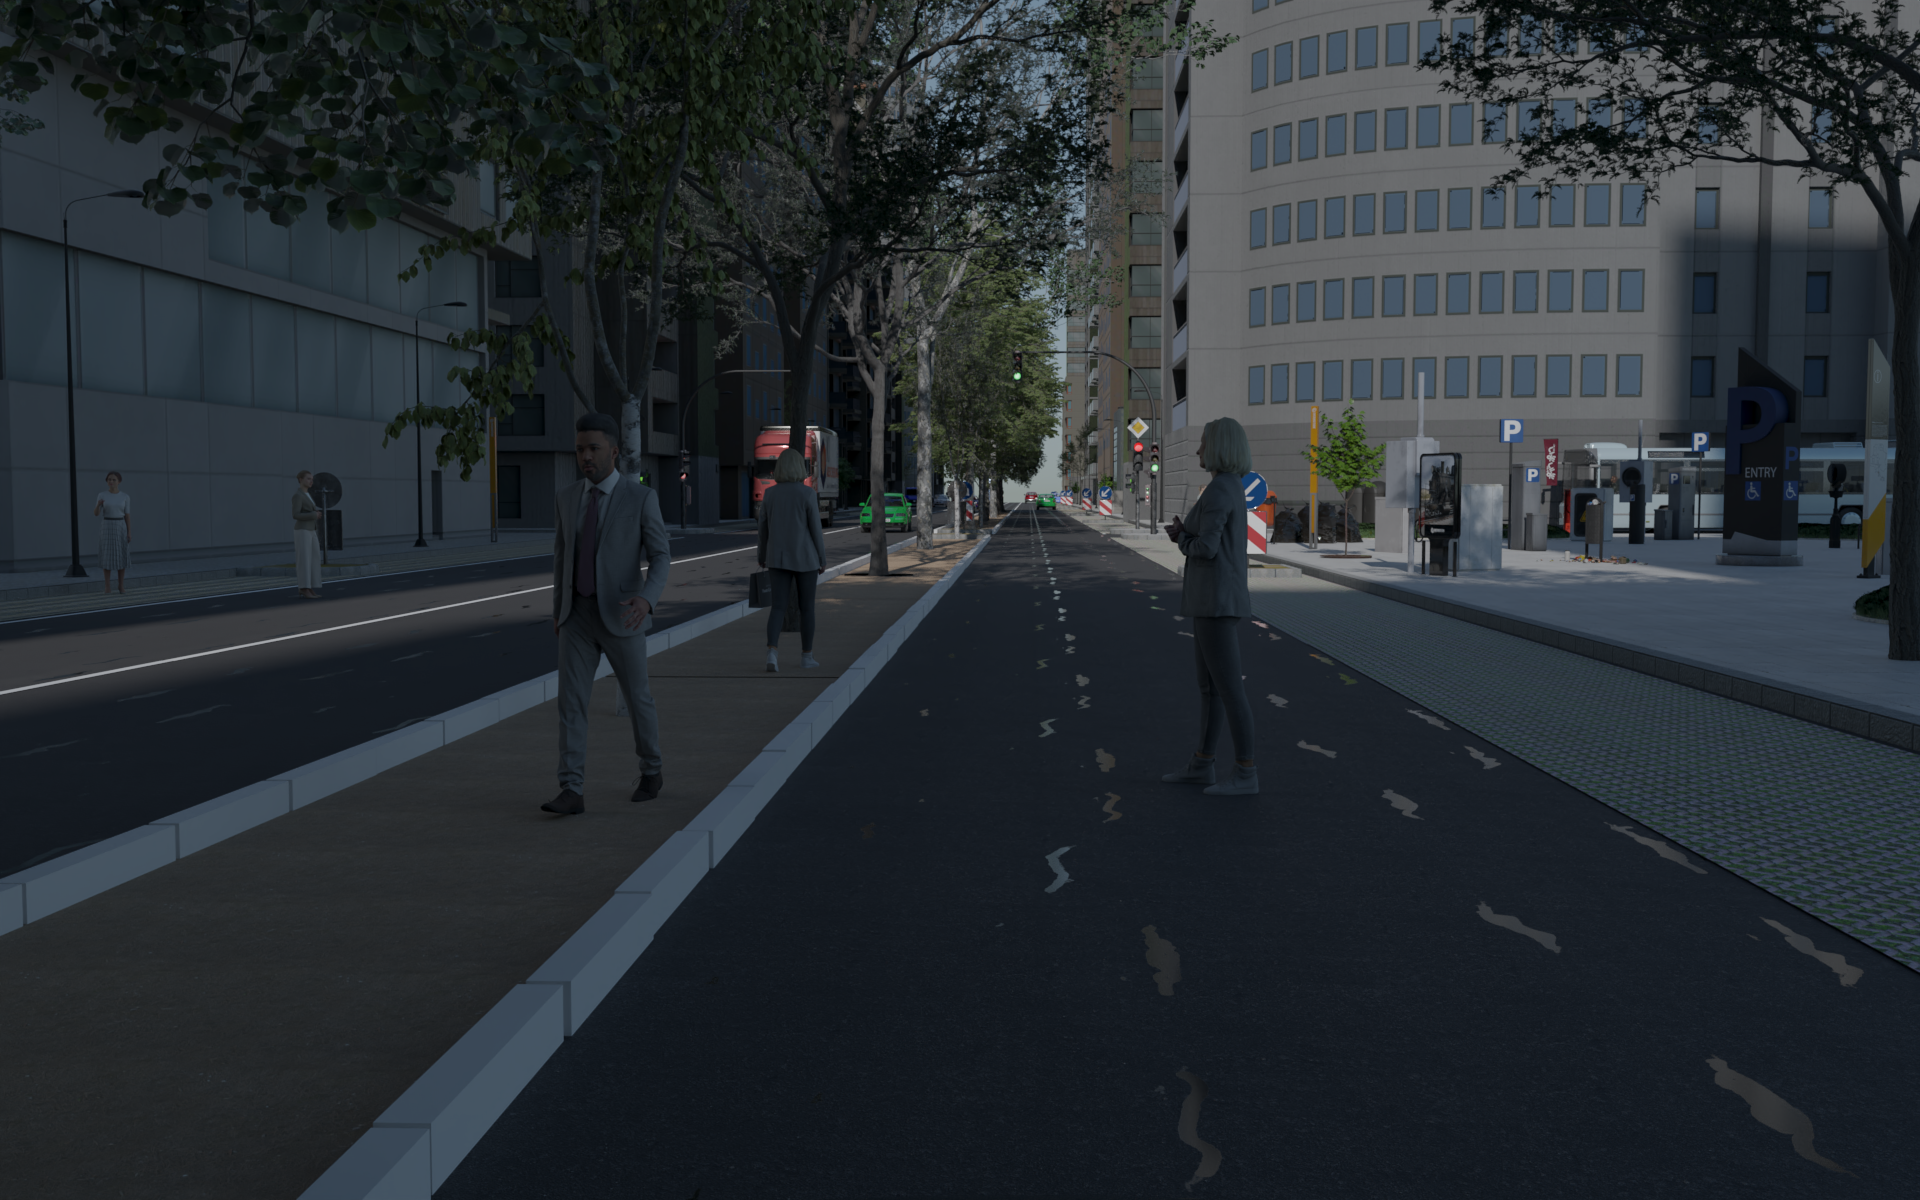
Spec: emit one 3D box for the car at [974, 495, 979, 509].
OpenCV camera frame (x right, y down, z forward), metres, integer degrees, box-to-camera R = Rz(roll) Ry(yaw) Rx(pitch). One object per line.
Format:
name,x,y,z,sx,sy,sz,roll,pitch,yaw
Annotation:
car,0.977,-9.156,162.281,1.945,1.354,3.894,0,4,3

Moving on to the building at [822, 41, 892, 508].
building,-18.827,-32.249,181.903,22.147,44.769,28.867,0,4,2

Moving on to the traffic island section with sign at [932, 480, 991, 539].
traffic island section with sign,-0.124,-2.903,55.605,2.006,1.907,1.989,0,4,2

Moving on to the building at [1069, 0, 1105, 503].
building,25.840,-49.164,242.074,20.563,71.187,20.611,0,4,2

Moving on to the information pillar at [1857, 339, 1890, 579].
information pillar,13.918,-2.139,26.330,0.504,3.616,0.183,-2,4,-32

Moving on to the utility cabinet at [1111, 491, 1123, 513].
utility cabinet,10.364,-6.452,114.166,0.318,1.500,1.173,3,4,38

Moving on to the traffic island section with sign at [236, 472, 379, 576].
traffic island section with sign,-11.509,-1.359,30.854,1.989,1.847,2.006,0,4,2

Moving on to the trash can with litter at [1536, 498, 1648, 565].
trash can with litter,11.946,-1.300,32.308,1.678,1.210,2.233,-1,4,-10

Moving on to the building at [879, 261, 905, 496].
building,-14.014,-26.440,203.993,14.160,30.474,14.107,0,4,2

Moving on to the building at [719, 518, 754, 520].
building,-17.272,-26.998,91.529,14.600,45.320,14.200,0,4,2

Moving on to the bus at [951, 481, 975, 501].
bus,0.406,-14.886,238.241,2.948,3.499,13.247,0,4,4

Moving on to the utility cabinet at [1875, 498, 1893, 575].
utility cabinet,15.145,-1.001,27.521,1.020,1.237,0.306,0,4,8

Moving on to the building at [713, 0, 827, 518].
building,-16.476,-28.352,113.673,14.600,45.320,14.200,0,4,2

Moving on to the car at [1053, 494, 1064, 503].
car,13.508,-14.180,241.439,1.945,1.707,3.694,0,4,3

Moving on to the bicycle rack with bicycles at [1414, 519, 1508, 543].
bicycle rack with bicycles,13.236,-2.002,46.115,2.925,0.926,2.852,-2,4,-26

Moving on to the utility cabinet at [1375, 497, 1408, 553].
utility cabinet,9.523,-1.642,38.008,0.306,1.237,1.020,-1,4,-21

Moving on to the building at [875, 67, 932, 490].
building,-15.642,-42.515,237.125,21.231,58.520,28.212,0,4,2

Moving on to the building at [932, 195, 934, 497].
building,-15.227,-44.242,265.363,21.231,58.520,28.212,0,4,2

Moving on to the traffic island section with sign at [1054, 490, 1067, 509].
traffic island section with sign,10.099,-9.393,162.198,1.989,1.847,2.006,0,4,2

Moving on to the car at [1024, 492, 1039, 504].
car,10.756,-15.432,260.992,2.281,1.827,5.304,0,4,2

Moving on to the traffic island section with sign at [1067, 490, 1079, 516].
traffic island section with sign,8.143,-6.379,112.925,1.989,1.847,2.006,0,4,2

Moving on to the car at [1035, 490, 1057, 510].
car,7.827,-9.100,157.585,1.959,1.807,4.718,0,4,1

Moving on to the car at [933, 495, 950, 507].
car,-2.159,-10.906,190.674,2.083,1.381,4.827,0,4,3

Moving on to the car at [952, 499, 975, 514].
car,0.152,-6.712,122.319,1.945,1.354,3.894,0,4,4

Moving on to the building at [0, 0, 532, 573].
building,-26.983,-27.615,40.743,27.495,52.752,28.713,0,4,2

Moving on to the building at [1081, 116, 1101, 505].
building,26.082,-35.356,197.684,23.786,49.044,30.456,0,4,2

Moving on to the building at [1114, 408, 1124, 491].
building,22.811,-49.393,120.241,22.319,86.520,31.000,0,4,2

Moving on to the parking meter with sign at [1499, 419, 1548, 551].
parking meter with sign,12.883,-2.642,39.458,0.543,3.016,1.738,0,4,-6

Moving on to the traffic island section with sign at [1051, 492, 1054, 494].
traffic island section with sign,11.204,-11.094,190.020,1.989,1.847,2.006,0,4,2

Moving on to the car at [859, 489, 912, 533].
car,-2.778,-3.470,65.527,1.959,1.807,4.718,0,4,1

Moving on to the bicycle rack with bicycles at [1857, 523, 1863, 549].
bicycle rack with bicycles,22.216,-1.636,40.131,2.852,0.926,2.925,-1,4,-15

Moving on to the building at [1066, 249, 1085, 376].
building,24.748,-37.064,289.591,14.154,41.232,14.086,0,4,2

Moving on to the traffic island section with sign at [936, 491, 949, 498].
traffic island section with sign,-2.951,-14.515,245.945,1.989,1.847,2.006,0,4,2

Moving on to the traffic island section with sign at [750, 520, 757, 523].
traffic island section with sign,-9.313,-4.730,85.967,1.989,1.847,2.006,0,4,2

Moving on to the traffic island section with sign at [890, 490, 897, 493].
traffic island section with sign,-6.220,-9.486,163.724,1.989,1.847,2.006,0,4,2

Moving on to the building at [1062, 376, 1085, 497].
building,29.875,-25.879,268.158,27.650,21.520,28.899,0,4,2

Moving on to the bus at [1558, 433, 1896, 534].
bus,26.494,-3.910,58.781,13.247,3.499,2.948,0,4,1

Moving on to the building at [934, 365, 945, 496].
building,-9.935,-31.565,287.786,14.160,30.474,14.107,0,4,2

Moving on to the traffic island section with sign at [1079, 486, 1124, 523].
traffic island section with sign,7.069,-4.722,85.830,1.989,1.847,2.006,0,4,2

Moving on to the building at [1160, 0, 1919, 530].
building,23.153,-32.329,70.586,28.212,58.520,21.231,0,4,2

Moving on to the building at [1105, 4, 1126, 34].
building,19.414,-30.393,147.038,14.600,45.320,14.200,0,4,2

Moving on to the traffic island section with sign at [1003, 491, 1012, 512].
traffic island section with sign,3.157,-7.948,138.086,2.006,1.907,1.989,0,4,2

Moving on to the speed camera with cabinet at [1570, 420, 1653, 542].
speed camera with cabinet,17.516,-3.196,46.590,0.660,3.252,2.038,-3,5,-44

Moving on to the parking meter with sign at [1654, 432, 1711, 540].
parking meter with sign,20.176,-3.193,48.470,1.738,3.016,0.543,-2,4,-31

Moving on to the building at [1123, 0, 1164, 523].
building,15.651,-19.573,91.715,14.160,30.474,14.107,0,4,2

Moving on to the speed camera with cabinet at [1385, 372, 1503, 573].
speed camera with cabinet,8.046,-2.104,28.734,2.038,3.252,0.660,-2,4,-25

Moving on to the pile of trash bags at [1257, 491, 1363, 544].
pile of trash bags,8.914,-2.175,45.309,3.447,1.369,1.912,-3,5,-42

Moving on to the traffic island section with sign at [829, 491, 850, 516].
traffic island section with sign,-8.226,-6.394,113.172,1.989,1.847,2.006,0,4,2

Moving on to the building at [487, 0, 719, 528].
building,-18.037,-18.237,69.883,14.160,30.474,14.107,0,4,2

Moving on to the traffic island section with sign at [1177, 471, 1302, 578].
traffic island section with sign,4.862,-1.334,30.436,1.989,1.847,2.006,0,4,2
